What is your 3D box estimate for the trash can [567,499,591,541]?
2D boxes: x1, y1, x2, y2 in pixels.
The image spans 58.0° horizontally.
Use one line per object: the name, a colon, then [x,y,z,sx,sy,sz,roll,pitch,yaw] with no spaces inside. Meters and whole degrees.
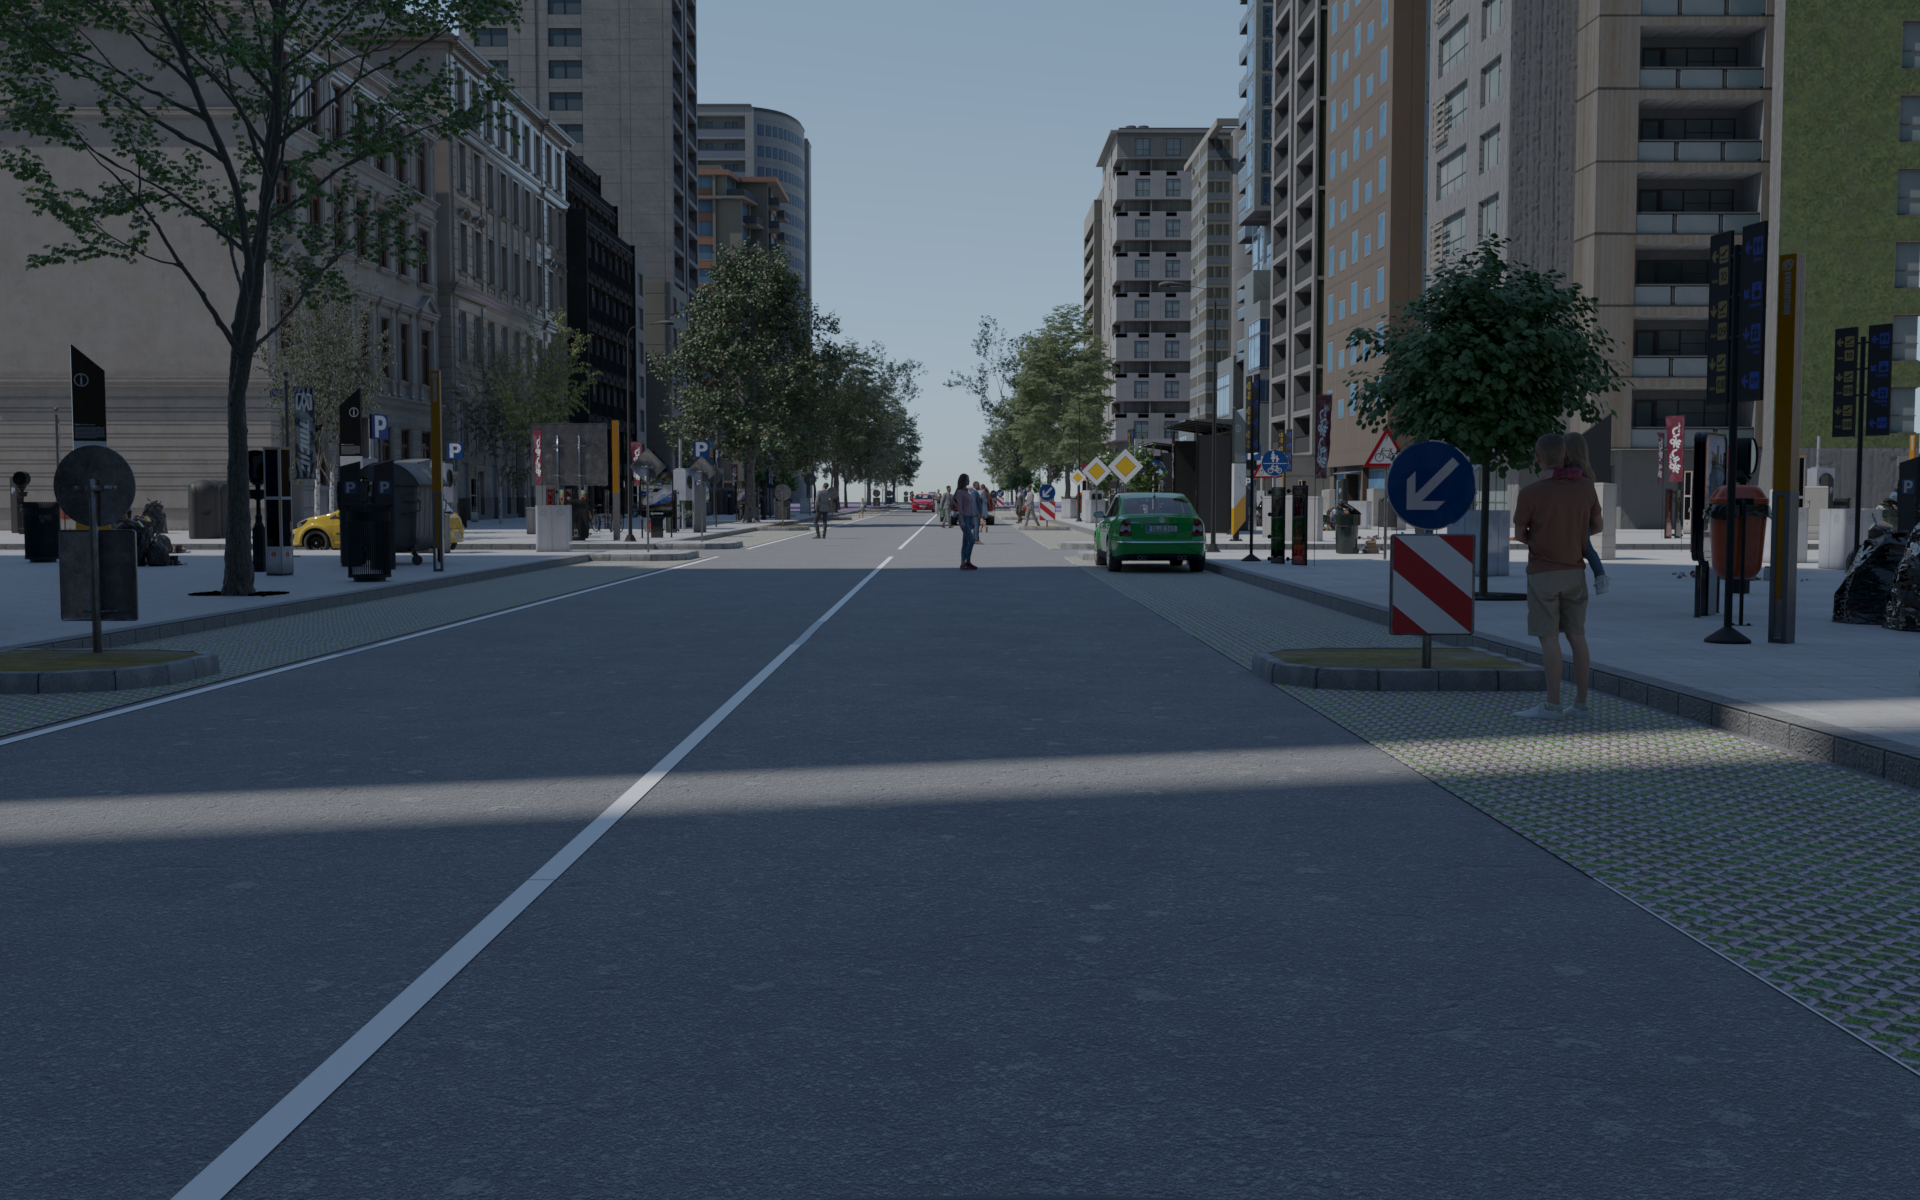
trash can: [-10.530,-2.199,47.611,0.748,1.137,0.748,0,3,0]

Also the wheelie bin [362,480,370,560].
wheelie bin: [-11.502,-1.576,33.673,0.693,1.594,0.980,0,4,-6]

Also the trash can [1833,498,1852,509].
trash can: [30.231,-2.927,59.516,0.748,1.137,0.748,0,3,0]

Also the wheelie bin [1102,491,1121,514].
wheelie bin: [7.000,-4.407,79.963,0.980,1.594,0.693,2,4,34]

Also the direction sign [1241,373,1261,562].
direction sign: [5.567,-2.508,33.005,0.379,3.537,0.876,0,4,-6]

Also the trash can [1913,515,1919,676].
trash can: [6.709,0.012,11.450,0.748,1.137,0.748,0,3,0]

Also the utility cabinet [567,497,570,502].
utility cabinet: [-11.698,-2.457,51.338,0.306,1.237,1.020,-1,4,-14]

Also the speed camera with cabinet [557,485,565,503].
speed camera with cabinet: [-20.880,-5.869,90.289,0.660,3.252,2.038,2,4,33]

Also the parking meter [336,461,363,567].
parking meter: [-10.796,-1.523,30.620,0.399,1.863,0.255,-2,4,-25]

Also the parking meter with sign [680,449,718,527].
parking meter with sign: [-10.249,-4.323,66.946,1.738,3.016,0.543,0,4,4]

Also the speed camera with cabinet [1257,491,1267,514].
speed camera with cabinet: [14.363,-5.663,86.928,2.038,3.252,0.660,0,4,6]

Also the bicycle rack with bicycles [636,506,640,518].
bicycle rack with bicycles: [-18.214,-4.926,93.920,2.925,0.926,2.852,0,4,-5]

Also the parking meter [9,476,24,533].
parking meter: [-30.903,-3.123,56.780,0.399,1.863,0.255,2,4,26]

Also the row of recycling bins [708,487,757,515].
row of recycling bins: [-14.529,-6.367,111.217,3.534,1.692,1.069,-3,5,-39]

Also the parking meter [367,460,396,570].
parking meter: [-9.820,-1.449,29.397,0.399,1.863,0.255,-3,4,-38]

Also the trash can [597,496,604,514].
trash can: [-21.854,-5.776,106.095,0.748,1.137,0.748,0,3,0]

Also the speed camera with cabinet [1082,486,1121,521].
speed camera with cabinet: [6.772,-5.405,82.707,2.038,3.252,0.660,-3,4,-37]

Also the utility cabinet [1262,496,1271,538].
utility cabinet: [9.340,-2.411,50.576,1.020,1.237,0.306,3,5,43]

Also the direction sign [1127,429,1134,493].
direction sign: [5.951,-4.184,60.410,0.379,3.537,0.876,0,4,-8]

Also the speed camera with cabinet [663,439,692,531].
speed camera with cabinet: [-10.200,-4.125,61.781,0.660,3.252,2.038,2,4,25]

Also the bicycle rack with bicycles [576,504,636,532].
bicycle rack with bicycles: [-12.768,-2.762,58.534,2.852,0.926,2.925,-1,4,-23]

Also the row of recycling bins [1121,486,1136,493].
row of recycling bins: [8.594,-5.139,91.132,1.069,1.692,3.534,1,4,20]

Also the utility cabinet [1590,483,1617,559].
utility cabinet: [12.514,-1.561,34.201,0.318,1.500,1.173,-1,4,-10]

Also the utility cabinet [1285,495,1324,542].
utility cabinet: [9.355,-2.198,47.094,1.020,1.237,0.306,3,5,40]

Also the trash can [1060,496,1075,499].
trash can: [6.891,-6.173,112.585,0.748,1.137,0.748,0,3,0]

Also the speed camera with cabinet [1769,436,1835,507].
speed camera with cabinet: [28.656,-3.951,58.927,2.038,3.252,0.660,0,4,-8]

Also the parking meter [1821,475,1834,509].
parking meter: [27.117,-2.965,54.183,0.399,1.863,0.255,-3,5,-39]

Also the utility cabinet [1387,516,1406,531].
utility cabinet: [15.386,-3.060,61.190,0.306,1.237,1.020,3,5,44]

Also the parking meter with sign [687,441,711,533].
parking meter with sign: [-8.683,-3.764,57.799,0.543,3.016,1.738,-1,4,-13]

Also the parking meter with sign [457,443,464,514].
parking meter with sign: [-17.124,-3.770,57.907,0.543,3.016,1.738,0,4,2]

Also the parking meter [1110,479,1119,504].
parking meter: [5.823,-3.641,65.245,0.255,1.863,0.399,2,4,25]

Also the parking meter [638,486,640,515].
parking meter: [-19.260,-6.003,103.862,0.399,1.863,0.255,1,4,17]

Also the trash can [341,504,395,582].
trash can: [-8.679,-0.843,25.438,0.748,1.137,0.748,0,3,0]

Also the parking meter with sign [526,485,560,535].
parking meter with sign: [-13.302,-3.630,55.615,0.543,3.016,1.738,1,4,18]

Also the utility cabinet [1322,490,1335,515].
utility cabinet: [17.902,-4.621,84.235,0.318,1.500,1.173,0,4,-6]

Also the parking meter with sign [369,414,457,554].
parking meter with sign: [-11.885,-2.525,37.550,1.738,3.016,0.543,1,4,19]

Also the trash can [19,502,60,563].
trash can: [-17.244,-1.278,32.541,0.748,1.137,0.748,0,3,0]

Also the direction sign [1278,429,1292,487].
direction sign: [11.368,-4.198,60.629,0.379,3.537,0.876,-1,4,-21]

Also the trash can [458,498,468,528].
trash can: [-18.177,-3.125,62.748,0.748,1.137,0.748,0,3,0]

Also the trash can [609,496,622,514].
trash can: [-20.568,-5.615,103.460,0.748,1.137,0.748,0,3,0]

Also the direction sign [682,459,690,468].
direction sign: [-13.644,-5.746,85.949,0.379,3.537,0.876,-3,4,-39]

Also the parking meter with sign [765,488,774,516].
parking meter with sign: [-11.401,-6.562,103.552,0.543,3.016,1.738,-1,4,-22]

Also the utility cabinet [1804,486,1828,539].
utility cabinet: [23.658,-2.438,48.544,1.173,1.500,0.318,2,4,23]

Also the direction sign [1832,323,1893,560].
direction sign: [12.172,-1.923,23.433,0.379,3.537,0.876,-1,4,-23]

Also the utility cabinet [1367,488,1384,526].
utility cabinet: [16.457,-3.657,68.479,0.318,1.500,1.173,3,4,38]

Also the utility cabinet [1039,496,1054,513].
utility cabinet: [5.800,-6.415,116.042,1.020,1.237,0.306,-1,4,-18]

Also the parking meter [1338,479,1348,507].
parking meter: [14.622,-3.698,66.181,0.255,1.863,0.399,-1,4,-17]

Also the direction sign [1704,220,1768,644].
direction sign: [6.630,-1.398,14.854,0.379,3.537,0.876,0,4,-5]

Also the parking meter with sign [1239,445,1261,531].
parking meter with sign: [10.143,-3.949,60.829,0.543,3.016,1.738,1,4,19]

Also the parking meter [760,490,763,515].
parking meter: [-12.064,-5.983,106.232,0.372,1.533,0.369,0,3,0]

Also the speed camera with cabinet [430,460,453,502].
speed camera with cabinet: [-14.799,-3.322,48.657,0.660,3.252,2.038,0,3,0]

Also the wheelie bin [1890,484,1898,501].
wheelie bin: [28.207,-2.679,51.709,0.980,1.594,0.693,-1,4,-14]

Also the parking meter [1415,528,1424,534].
parking meter: [14.625,-3.013,54.975,0.399,1.863,0.255,1,4,23]

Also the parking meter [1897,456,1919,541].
parking meter: [14.779,-1.295,26.876,0.255,1.863,0.399,-1,4,-21]

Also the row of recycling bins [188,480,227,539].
row of recycling bins: [-21.855,-2.679,50.917,1.069,1.692,3.534,-1,4,-11]

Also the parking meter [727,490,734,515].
parking meter: [-14.063,-5.974,106.083,0.372,1.533,0.369,0,3,0]

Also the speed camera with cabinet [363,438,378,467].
speed camera with cabinet: [-15.962,-3.162,46.033,0.660,3.252,2.038,-2,4,-30]
